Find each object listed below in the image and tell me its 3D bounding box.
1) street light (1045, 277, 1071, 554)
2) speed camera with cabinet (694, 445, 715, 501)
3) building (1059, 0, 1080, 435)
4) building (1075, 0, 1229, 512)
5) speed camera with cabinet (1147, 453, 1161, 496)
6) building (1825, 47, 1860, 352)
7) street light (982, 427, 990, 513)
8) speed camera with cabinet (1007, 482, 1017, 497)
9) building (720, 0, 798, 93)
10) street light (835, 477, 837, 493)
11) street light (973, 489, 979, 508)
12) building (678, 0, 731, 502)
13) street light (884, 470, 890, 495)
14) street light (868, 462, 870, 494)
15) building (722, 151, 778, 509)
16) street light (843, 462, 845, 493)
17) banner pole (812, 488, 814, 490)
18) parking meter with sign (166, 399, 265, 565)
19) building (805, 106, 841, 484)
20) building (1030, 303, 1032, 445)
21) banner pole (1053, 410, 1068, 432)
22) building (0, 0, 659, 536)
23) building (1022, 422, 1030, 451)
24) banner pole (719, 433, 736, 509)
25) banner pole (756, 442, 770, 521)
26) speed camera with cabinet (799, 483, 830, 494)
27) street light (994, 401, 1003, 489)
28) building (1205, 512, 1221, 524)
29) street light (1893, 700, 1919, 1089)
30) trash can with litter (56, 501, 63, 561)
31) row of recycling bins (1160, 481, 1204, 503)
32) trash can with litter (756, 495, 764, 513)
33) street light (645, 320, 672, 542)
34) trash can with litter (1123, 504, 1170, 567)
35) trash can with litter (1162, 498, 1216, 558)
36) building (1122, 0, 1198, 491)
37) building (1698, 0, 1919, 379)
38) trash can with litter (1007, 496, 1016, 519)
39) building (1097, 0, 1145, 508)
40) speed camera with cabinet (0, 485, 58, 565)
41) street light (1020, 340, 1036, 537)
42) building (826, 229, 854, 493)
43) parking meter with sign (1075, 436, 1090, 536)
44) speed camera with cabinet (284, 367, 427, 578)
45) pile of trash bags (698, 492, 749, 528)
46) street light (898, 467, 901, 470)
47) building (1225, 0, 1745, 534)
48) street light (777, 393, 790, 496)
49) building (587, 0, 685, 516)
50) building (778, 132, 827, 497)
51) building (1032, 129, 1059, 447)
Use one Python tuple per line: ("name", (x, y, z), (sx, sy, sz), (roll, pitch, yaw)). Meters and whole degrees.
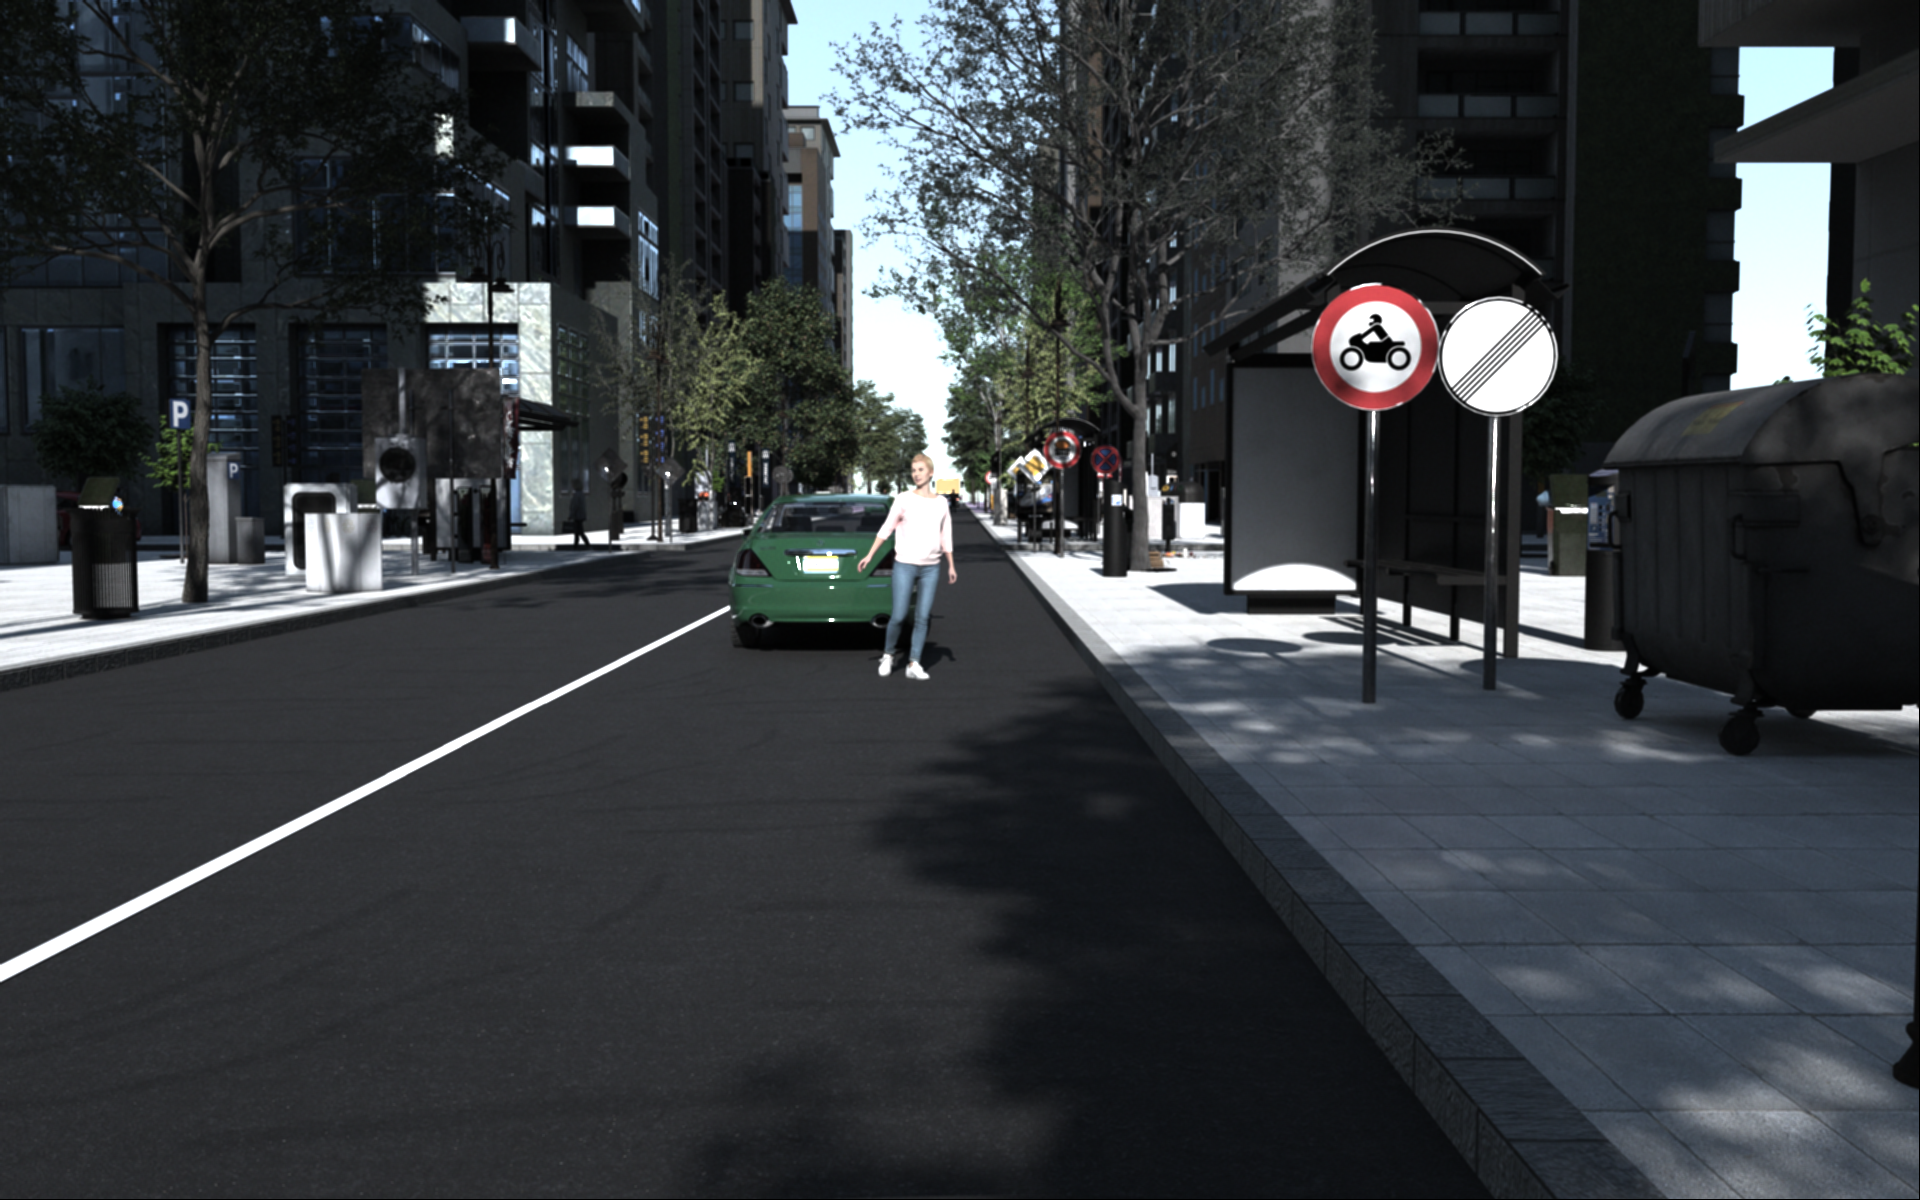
("street light", (2.089, -3.928, 37.017), (0.468, 5.910, 1.993), (0, 3, 0))
("speed camera with cabinet", (-10.401, -4.666, 70.620), (0.660, 3.252, 2.038), (0, 4, 0))
("building", (20.391, -38.639, 173.752), (21.231, 58.520, 28.212), (0, 3, 0))
("building", (17.588, -30.744, 152.768), (14.600, 45.320, 14.200), (0, 3, 0))
("speed camera with cabinet", (9.813, -5.546, 85.010), (2.038, 3.252, 0.660), (-3, 4, -36))
("building", (43.055, -26.670, 59.759), (21.600, 48.544, 21.300), (0, 3, 0))
("street light", (1.835, -9.018, 120.232), (0.468, 5.910, 1.993), (0, 3, 0))
("speed camera with cabinet", (3.543, -7.409, 115.466), (0.660, 3.252, 2.038), (3, 5, 45))
("building", (-31.046, -35.431, 168.533), (28.713, 52.752, 27.495), (0, 3, 0))
("street light", (-8.167, -8.631, 113.906), (0.468, 5.910, 1.993), (0, 3, 0))
("street light", (1.714, -11.610, 162.618), (0.468, 5.910, 1.993), (0, 3, 0))
("building", (-26.517, -42.280, 129.534), (20.563, 71.187, 20.611), (0, 3, 0))
("street light", (-8.391, -14.244, 205.684), (0.468, 5.910, 1.993), (0, 3, 0))
("street light", (-8.217, -11.213, 156.119), (0.468, 5.910, 1.993), (0, 3, 0))
("building", (-23.427, -23.044, 148.466), (14.160, 30.474, 14.107), (0, 3, 0))
("street light", (-8.185, -9.138, 122.201), (0.468, 5.910, 1.993), (0, 3, 0))
("banner pole", (-10.510, -7.978, 120.453), (0.863, 3.779, 0.401), (-1, 4, -12))
("parking meter with sign", (-13.581, -2.168, 31.704), (1.738, 3.016, 0.543), (1, 4, 16))
("building", (-31.474, -39.750, 239.154), (28.713, 52.752, 27.495), (0, 3, 0))
("building", (16.740, -28.886, 243.991), (14.160, 30.474, 14.107), (0, 3, 0))
("banner pole", (2.965, -3.770, 51.659), (0.401, 3.779, 0.863), (-2, 4, -35))
("building", (-23.666, -46.076, 66.013), (22.319, 86.520, 31.000), (0, 3, 0))
("building", (23.658, -25.751, 266.075), (27.650, 21.520, 28.899), (0, 3, 0))
("banner pole", (-9.392, -4.926, 70.565), (0.863, 3.779, 0.401), (3, 5, 42))
("banner pole", (-9.406, -5.676, 82.815), (0.863, 3.779, 0.401), (2, 4, 33))
("speed camera with cabinet", (-9.479, -7.247, 112.829), (2.038, 3.252, 0.660), (-2, 4, -32))
("street light", (1.928, -6.932, 86.133), (0.468, 5.910, 1.993), (0, 3, 0))
("building", (17.904, -25.962, 74.586), (14.600, 45.320, 14.200), (0, 3, 0))
("street light", (2.139, -1.885, 3.604), (0.468, 5.910, 1.993), (0, 3, 0))
("trash can with litter", (-17.515, -1.301, 32.665), (1.055, 1.170, 0.624), (0, 4, 1))
("row of recycling bins", (7.341, -3.053, 57.024), (1.069, 1.692, 3.534), (0, 4, -4))
("trash can with litter", (-13.833, -6.642, 119.656), (1.678, 1.210, 2.233), (0, 4, 2))
("street light", (-8.032, -4.492, 46.234), (0.468, 5.910, 1.993), (0, 3, 0))
("trash can with litter", (3.127, -1.157, 30.307), (1.055, 1.170, 0.624), (0, 4, 0))
("trash can with litter", (4.386, -1.510, 35.752), (1.678, 1.210, 2.233), (0, 4, 4))
("building", (22.091, -29.672, 104.752), (23.786, 49.044, 30.456), (0, 3, 0))
("building", (25.591, -26.016, 14.595), (28.713, 52.752, 27.495), (0, 3, 0))
("trash can with litter", (2.688, -4.719, 88.538), (0.624, 1.170, 1.055), (-1, 4, -11))
("building", (19.949, -42.553, 133.987), (20.563, 71.187, 20.611), (0, 3, 0))
("speed camera with cabinet", (-17.373, -2.249, 31.104), (0.660, 3.252, 2.038), (2, 4, 30))
("street light", (2.033, -4.853, 52.142), (0.468, 5.910, 1.993), (0, 3, 0))
("building", (-23.442, -35.271, 260.273), (14.154, 41.232, 14.086), (0, 3, 0))
("parking meter with sign", (3.789, -3.480, 53.155), (0.543, 3.016, 1.738), (0, 4, -3))
("speed camera with cabinet", (-9.367, -1.988, 26.843), (2.038, 3.252, 0.660), (0, 4, -6))
("pile of trash bags", (-9.313, -3.454, 66.233), (1.912, 1.369, 3.447), (0, 4, 8))
("street light", (-8.404, -16.289, 239.116), (0.468, 5.910, 1.993), (0, 3, 0))
("building", (17.213, -23.003, 59.699), (14.086, 41.232, 14.154), (0, 3, 0))
("street light", (-8.111, -6.536, 79.647), (0.468, 5.910, 1.993), (0, 3, 0))
("building", (-23.802, -25.339, 97.881), (14.154, 41.232, 14.086), (0, 3, 0))
("building", (-24.223, -34.769, 218.587), (14.600, 45.320, 14.200), (0, 3, 0))
("building", (20.475, -36.762, 224.759), (21.300, 48.544, 21.600), (0, 3, 0))
